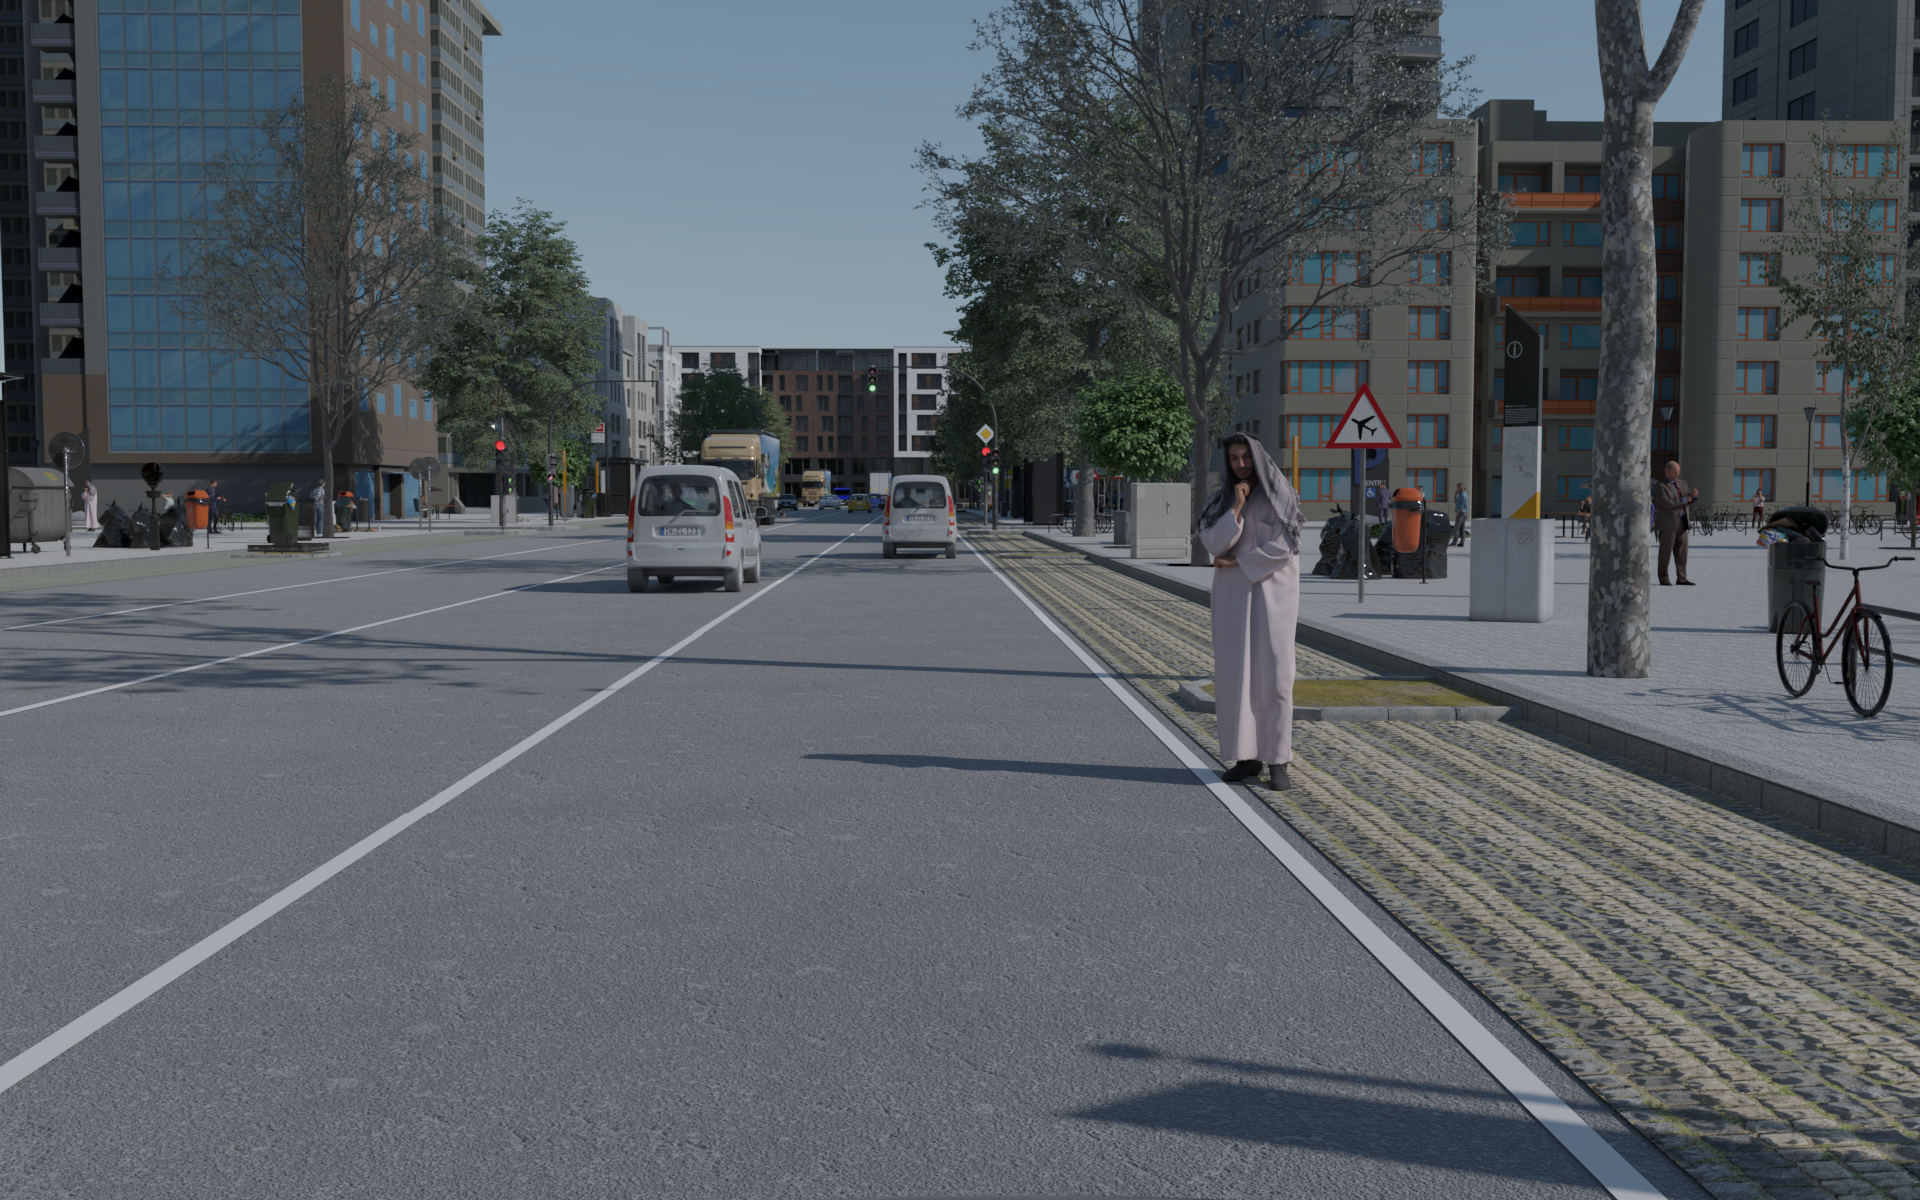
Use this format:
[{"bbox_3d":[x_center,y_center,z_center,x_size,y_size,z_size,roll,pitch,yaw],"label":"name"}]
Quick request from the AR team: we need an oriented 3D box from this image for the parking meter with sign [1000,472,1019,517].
[{"bbox_3d":[3.164,-6.220,97.965,1.738,3.016,0.543,-1,4,-11],"label":"parking meter with sign"}]

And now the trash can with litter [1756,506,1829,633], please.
[{"bbox_3d":[7.759,-0.295,16.213,0.624,1.170,1.055,1,4,22],"label":"trash can with litter"}]

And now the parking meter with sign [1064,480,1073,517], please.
[{"bbox_3d":[5.546,-6.147,96.757,1.738,3.016,0.543,3,5,41],"label":"parking meter with sign"}]

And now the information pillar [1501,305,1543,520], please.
[{"bbox_3d":[6.911,-1.834,21.347,0.183,3.616,0.504,-3,5,-43],"label":"information pillar"}]

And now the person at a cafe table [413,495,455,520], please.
[{"bbox_3d":[-26.625,-4.665,87.126,1.698,1.238,1.726,3,5,43],"label":"person at a cafe table"}]

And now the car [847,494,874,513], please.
[{"bbox_3d":[-7.596,-7.423,131.581,2.015,1.641,3.980,0,4,-1],"label":"car"}]

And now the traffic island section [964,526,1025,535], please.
[{"bbox_3d":[1.261,-2.410,61.678,2.009,0.180,2.903,0,4,-1],"label":"traffic island section"}]

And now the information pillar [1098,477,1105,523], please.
[{"bbox_3d":[6.070,-4.272,74.336,0.304,2.012,0.304,0,4,7],"label":"information pillar"}]

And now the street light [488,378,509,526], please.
[{"bbox_3d":[-18.416,-5.902,69.278,0.468,5.910,1.993,0,4,-1],"label":"street light"}]

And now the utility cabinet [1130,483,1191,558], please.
[{"bbox_3d":[3.986,-1.572,34.379,1.173,1.500,0.318,-1,4,-19],"label":"utility cabinet"}]

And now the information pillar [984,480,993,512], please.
[{"bbox_3d":[1.921,-7.978,121.790,0.504,3.616,0.183,2,4,26],"label":"information pillar"}]

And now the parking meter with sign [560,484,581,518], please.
[{"bbox_3d":[-21.303,-5.976,93.962,1.738,3.016,0.543,0,4,-1],"label":"parking meter with sign"}]

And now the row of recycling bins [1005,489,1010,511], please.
[{"bbox_3d":[4.030,-7.605,131.448,1.069,1.692,3.534,-2,4,-24],"label":"row of recycling bins"}]

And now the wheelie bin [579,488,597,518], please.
[{"bbox_3d":[-19.596,-5.108,91.430,0.693,1.594,0.980,3,5,44],"label":"wheelie bin"}]

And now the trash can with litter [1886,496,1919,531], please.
[{"bbox_3d":[33.062,-3.020,60.433,1.678,1.210,2.233,2,4,31],"label":"trash can with litter"}]

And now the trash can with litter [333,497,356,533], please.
[{"bbox_3d":[-20.500,-2.811,57.344,0.624,1.170,1.055,0,4,7],"label":"trash can with litter"}]

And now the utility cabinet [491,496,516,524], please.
[{"bbox_3d":[-19.773,-3.903,74.979,1.020,1.237,0.306,-1,4,-13],"label":"utility cabinet"}]

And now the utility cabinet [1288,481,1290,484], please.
[{"bbox_3d":[5.498,-1.361,30.931,0.318,1.500,1.173,-1,4,-13],"label":"utility cabinet"}]

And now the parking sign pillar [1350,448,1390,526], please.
[{"bbox_3d":[14.550,-4.465,61.471,1.447,3.967,1.447,0,4,5],"label":"parking sign pillar"}]

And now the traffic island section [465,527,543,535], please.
[{"bbox_3d":[-16.155,-2.383,61.239,2.009,0.180,2.903,0,4,-1],"label":"traffic island section"}]

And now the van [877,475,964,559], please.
[{"bbox_3d":[-0.912,-2.004,39.781,2.013,2.044,4.112,0,4,-1],"label":"van"}]

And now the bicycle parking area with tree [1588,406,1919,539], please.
[{"bbox_3d":[25.504,-4.262,56.685,8.231,4.147,9.016,0,4,3],"label":"bicycle parking area with tree"}]

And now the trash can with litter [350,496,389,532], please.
[{"bbox_3d":[-20.647,-2.942,59.161,2.233,1.210,1.678,1,4,20],"label":"trash can with litter"}]

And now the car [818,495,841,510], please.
[{"bbox_3d":[-12.155,-9.144,161.867,2.083,1.381,4.827,0,4,0],"label":"car"}]

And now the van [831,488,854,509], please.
[{"bbox_3d":[-11.592,-10.183,170.876,2.240,2.365,5.245,0,4,-3],"label":"van"}]

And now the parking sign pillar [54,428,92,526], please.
[{"bbox_3d":[-36.183,-5.028,70.673,1.447,3.967,1.447,-1,4,-17],"label":"parking sign pillar"}]

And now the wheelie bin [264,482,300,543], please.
[{"bbox_3d":[-17.679,-2.280,45.185,0.980,1.594,0.693,1,4,14],"label":"wheelie bin"}]

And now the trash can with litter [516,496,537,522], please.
[{"bbox_3d":[-20.661,-4.286,81.129,1.678,1.210,2.233,-1,4,-12],"label":"trash can with litter"}]

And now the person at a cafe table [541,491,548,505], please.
[{"bbox_3d":[-33.799,-8.029,139.784,1.698,1.524,1.622,2,4,33],"label":"person at a cafe table"}]

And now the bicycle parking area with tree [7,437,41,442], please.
[{"bbox_3d":[-48.623,-6.270,89.510,9.016,4.147,8.231,0,4,1],"label":"bicycle parking area with tree"}]

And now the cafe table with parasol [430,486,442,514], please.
[{"bbox_3d":[-30.600,-5.735,98.626,2.610,1.966,2.610,2,4,31],"label":"cafe table with parasol"}]

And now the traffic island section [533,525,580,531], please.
[{"bbox_3d":[-16.359,-2.871,69.221,2.009,0.180,2.903,0,4,-1],"label":"traffic island section"}]

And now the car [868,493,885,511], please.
[{"bbox_3d":[-7.531,-8.704,151.897,1.945,1.707,3.694,0,4,-2],"label":"car"}]

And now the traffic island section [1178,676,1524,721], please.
[{"bbox_3d":[2.538,0.675,11.838,1.991,0.108,1.994,0,4,-1],"label":"traffic island section"}]

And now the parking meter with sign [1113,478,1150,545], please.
[{"bbox_3d":[4.484,-2.935,44.256,0.543,3.016,1.738,2,4,31],"label":"parking meter with sign"}]

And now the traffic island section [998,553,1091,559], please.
[{"bbox_3d":[1.856,-0.973,38.773,1.991,0.108,1.994,0,4,-1],"label":"traffic island section"}]

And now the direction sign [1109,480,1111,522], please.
[{"bbox_3d":[6.378,-4.992,73.611,0.379,3.537,0.876,0,4,-5],"label":"direction sign"}]

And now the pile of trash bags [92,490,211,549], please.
[{"bbox_3d":[-19.052,-1.932,41.341,3.447,1.369,1.912,2,4,31],"label":"pile of trash bags"}]

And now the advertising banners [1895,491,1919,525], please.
[{"bbox_3d":[39.366,-4.578,71.034,2.074,3.025,0.090,0,4,-6],"label":"advertising banners"}]

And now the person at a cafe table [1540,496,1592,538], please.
[{"bbox_3d":[18.222,-2.461,51.102,1.726,1.238,1.698,-2,4,-27],"label":"person at a cafe table"}]

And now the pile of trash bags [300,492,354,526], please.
[{"bbox_3d":[-25.647,-3.629,69.079,3.447,1.369,1.912,1,4,19],"label":"pile of trash bags"}]

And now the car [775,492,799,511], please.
[{"bbox_3d":[-14.959,-8.583,150.119,2.009,1.686,4.222,0,4,-2],"label":"car"}]

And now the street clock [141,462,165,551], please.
[{"bbox_3d":[-18.340,-2.130,39.402,0.471,2.002,0.358,-1,4,-15],"label":"street clock"}]

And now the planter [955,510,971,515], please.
[{"bbox_3d":[-0.272,-6.135,121.448,1.991,0.319,1.994,0,4,-1],"label":"planter"}]

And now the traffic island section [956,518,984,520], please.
[{"bbox_3d":[0.421,-4.382,94.519,1.991,0.108,1.994,0,4,-1],"label":"traffic island section"}]

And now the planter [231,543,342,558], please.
[{"bbox_3d":[-15.280,-1.128,39.586,1.991,0.319,1.994,0,4,-1],"label":"planter"}]

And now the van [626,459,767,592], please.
[{"bbox_3d":[-4.035,-1.201,26.646,2.013,2.044,4.112,0,4,-1],"label":"van"}]

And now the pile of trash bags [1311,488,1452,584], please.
[{"bbox_3d":[6.484,-1.006,26.198,1.912,1.369,3.447,0,4,3],"label":"pile of trash bags"}]

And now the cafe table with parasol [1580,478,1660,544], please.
[{"bbox_3d":[17.094,-2.437,44.709,2.610,1.966,2.610,-1,4,-21],"label":"cafe table with parasol"}]

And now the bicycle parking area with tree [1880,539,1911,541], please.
[{"bbox_3d":[29.959,-3.654,46.743,8.231,4.147,9.016,-1,4,-20],"label":"bicycle parking area with tree"}]

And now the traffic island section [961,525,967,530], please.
[{"bbox_3d":[1.057,-2.898,69.660,2.009,0.180,2.903,0,4,-1],"label":"traffic island section"}]
